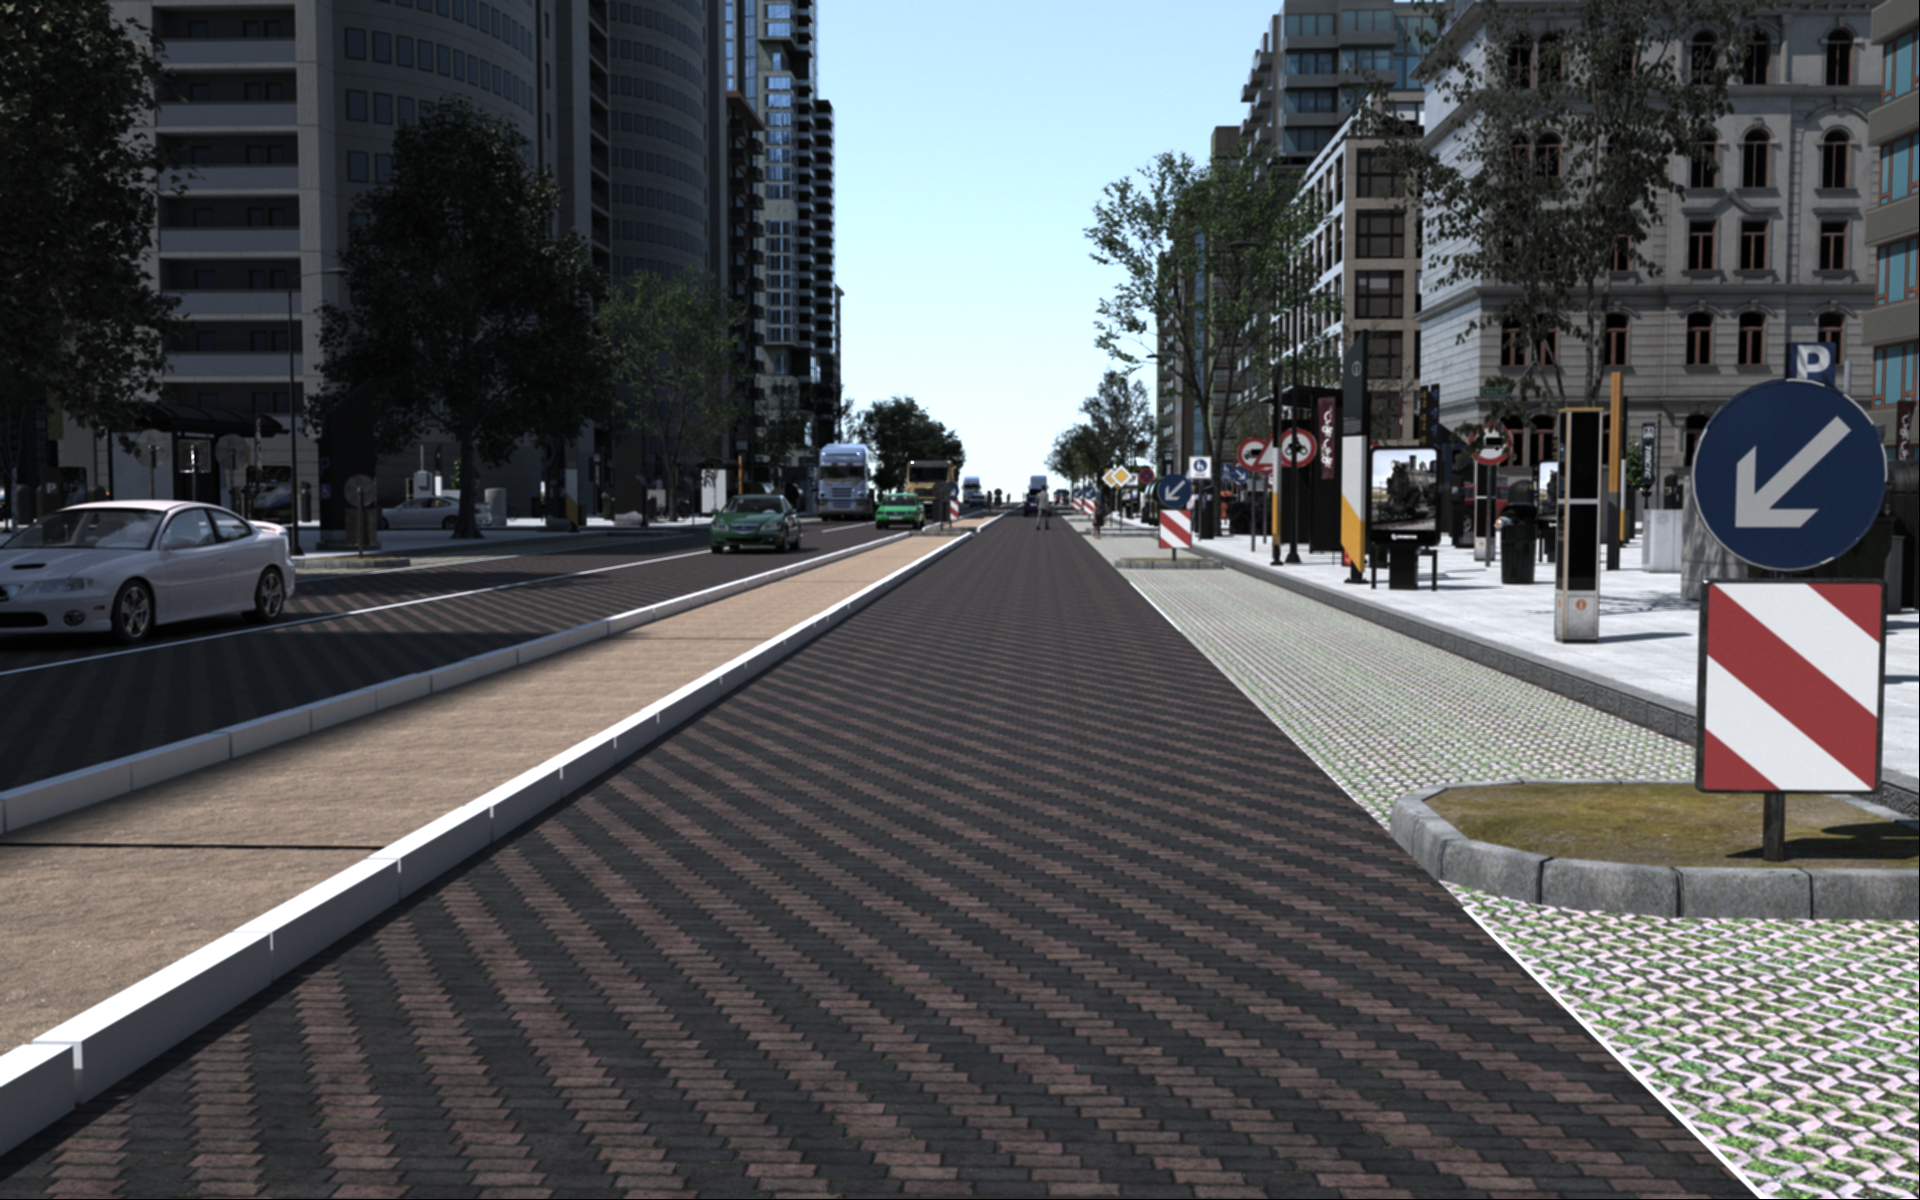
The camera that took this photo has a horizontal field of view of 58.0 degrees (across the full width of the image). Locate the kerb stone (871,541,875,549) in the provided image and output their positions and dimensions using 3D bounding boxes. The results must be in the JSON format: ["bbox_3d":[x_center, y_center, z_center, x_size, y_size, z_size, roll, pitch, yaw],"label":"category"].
[{"bbox_3d":[-2.366,-1.368,44.614,0.120,0.150,1.000,0,4,3],"label":"kerb stone"}]

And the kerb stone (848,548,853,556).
[{"bbox_3d":[-2.610,-1.058,39.500,0.120,0.150,1.000,0,4,3],"label":"kerb stone"}]

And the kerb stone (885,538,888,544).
[{"bbox_3d":[-2.188,-1.622,48.713,0.120,0.150,1.000,0,4,3],"label":"kerb stone"}]

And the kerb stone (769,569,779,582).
[{"bbox_3d":[-3.121,-0.370,28.250,0.120,0.150,1.000,0,4,3],"label":"kerb stone"}]

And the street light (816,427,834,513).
[{"bbox_3d":[-9.404,-9.022,120.043,1.470,5.913,1.316,0,4,3],"label":"street light"}]

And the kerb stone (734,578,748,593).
[{"bbox_3d":[-3.262,-0.182,25.170,0.120,0.150,1.000,0,4,3],"label":"kerb stone"}]

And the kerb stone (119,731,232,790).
[{"bbox_3d":[-4.012,0.822,8.815,0.120,0.150,1.000,0,4,3],"label":"kerb stone"}]

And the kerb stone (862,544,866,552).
[{"bbox_3d":[-2.471,-1.246,42.572,0.120,0.150,1.000,0,4,3],"label":"kerb stone"}]

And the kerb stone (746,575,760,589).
[{"bbox_3d":[-3.210,-0.244,26.198,0.120,0.150,1.000,0,4,3],"label":"kerb stone"}]

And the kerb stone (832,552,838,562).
[{"bbox_3d":[-2.744,-0.871,36.436,0.120,0.150,1.000,0,4,3],"label":"kerb stone"}]

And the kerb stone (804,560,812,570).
[{"bbox_3d":[-2.931,-0.620,32.348,0.120,0.150,1.000,0,4,3],"label":"kerb stone"}]

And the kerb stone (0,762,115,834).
[{"bbox_3d":[-4.052,0.881,7.793,0.120,0.150,1.000,0,4,3],"label":"kerb stone"}]

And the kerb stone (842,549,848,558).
[{"bbox_3d":[-2.650,-0.996,38.479,0.120,0.150,1.000,0,4,3],"label":"kerb stone"}]

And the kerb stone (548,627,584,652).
[{"bbox_3d":[-3.681,0.386,15.970,0.120,0.150,1.000,0,4,3],"label":"kerb stone"}]

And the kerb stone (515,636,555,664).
[{"bbox_3d":[-3.719,0.449,14.948,0.120,0.150,1.000,0,4,3],"label":"kerb stone"}]

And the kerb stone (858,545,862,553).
[{"bbox_3d":[-2.521,-1.184,41.549,0.120,0.150,1.000,0,4,3],"label":"kerb stone"}]

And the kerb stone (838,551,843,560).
[{"bbox_3d":[-2.701,-0.933,37.458,0.120,0.150,1.000,0,4,3],"label":"kerb stone"}]

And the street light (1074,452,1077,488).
[{"bbox_3d":[11.844,-11.795,165.389,1.470,5.913,1.316,0,4,3],"label":"street light"}]

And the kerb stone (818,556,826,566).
[{"bbox_3d":[-2.838,-0.746,34.390,0.120,0.150,1.000,0,4,3],"label":"kerb stone"}]

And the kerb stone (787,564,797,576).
[{"bbox_3d":[-3.020,-0.496,30.304,0.120,0.150,1.000,0,4,3],"label":"kerb stone"}]

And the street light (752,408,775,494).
[{"bbox_3d":[-10.634,-7.389,93.354,1.470,5.913,1.316,0,4,3],"label":"street light"}]

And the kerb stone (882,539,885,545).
[{"bbox_3d":[-2.234,-1.559,47.692,0.120,0.150,1.000,0,4,3],"label":"kerb stone"}]

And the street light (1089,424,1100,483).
[{"bbox_3d":[9.454,-8.717,115.061,1.470,5.913,1.316,0,4,3],"label":"street light"}]

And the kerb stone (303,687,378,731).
[{"bbox_3d":[-3.914,0.694,10.859,0.120,0.150,1.000,0,4,3],"label":"kerb stone"}]

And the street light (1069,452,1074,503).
[{"bbox_3d":[13.030,-13.372,191.177,1.470,5.913,1.316,0,4,3],"label":"street light"}]

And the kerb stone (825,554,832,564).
[{"bbox_3d":[-2.795,-0.807,35.412,0.120,0.150,1.000,0,4,3],"label":"kerb stone"}]

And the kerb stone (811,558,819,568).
[{"bbox_3d":[-2.889,-0.683,33.369,0.120,0.150,1.000,0,4,3],"label":"kerb stone"}]

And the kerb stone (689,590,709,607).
[{"bbox_3d":[-3.396,0.006,22.101,0.120,0.150,1.000,0,4,3],"label":"kerb stone"}]

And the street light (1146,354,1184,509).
[{"bbox_3d":[6.880,-5.211,57.737,1.470,5.913,1.316,0,4,3],"label":"street light"}]

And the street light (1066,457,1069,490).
[{"bbox_3d":[14.114,-14.993,217.668,1.470,5.913,1.316,0,4,3],"label":"street light"}]

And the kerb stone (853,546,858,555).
[{"bbox_3d":[-2.560,-1.118,40.527,0.120,0.150,1.000,0,4,3],"label":"kerb stone"}]

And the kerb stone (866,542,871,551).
[{"bbox_3d":[-2.419,-1.309,43.593,0.120,0.150,1.000,0,4,3],"label":"kerb stone"}]

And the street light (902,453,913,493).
[{"bbox_3d":[-5.954,-13.642,195.581,1.470,5.913,1.316,0,4,3],"label":"street light"}]

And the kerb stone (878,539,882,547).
[{"bbox_3d":[-2.281,-1.497,46.667,0.120,0.150,1.000,0,4,3],"label":"kerb stone"}]

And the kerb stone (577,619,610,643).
[{"bbox_3d":[-3.641,0.318,16.991,0.120,0.150,1.000,0,4,3],"label":"kerb stone"}]

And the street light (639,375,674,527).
[{"bbox_3d":[-11.827,-5.812,67.566,1.470,5.913,1.316,0,4,3],"label":"street light"}]

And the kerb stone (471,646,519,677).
[{"bbox_3d":[-3.774,0.508,13.927,0.120,0.150,1.000,0,4,3],"label":"kerb stone"}]

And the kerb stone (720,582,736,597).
[{"bbox_3d":[-3.307,-0.119,24.146,0.120,0.150,1.000,0,4,3],"label":"kerb stone"}]

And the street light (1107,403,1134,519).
[{"bbox_3d":[8.235,-7.104,88.691,1.470,5.913,1.316,0,4,3],"label":"street light"}]

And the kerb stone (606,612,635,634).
[{"bbox_3d":[-3.584,0.256,18.013,0.120,0.150,1.000,0,4,3],"label":"kerb stone"}]

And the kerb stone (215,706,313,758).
[{"bbox_3d":[-3.960,0.756,9.838,0.120,0.150,1.000,0,4,3],"label":"kerb stone"}]

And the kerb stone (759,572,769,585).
[{"bbox_3d":[-3.173,-0.305,27.220,0.120,0.150,1.000,0,4,3],"label":"kerb stone"}]

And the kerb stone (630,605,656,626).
[{"bbox_3d":[-3.542,0.193,19.036,0.120,0.150,1.000,0,4,3],"label":"kerb stone"}]

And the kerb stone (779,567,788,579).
[{"bbox_3d":[-3.079,-0.430,29.271,0.120,0.150,1.000,0,4,3],"label":"kerb stone"}]

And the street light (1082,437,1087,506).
[{"bbox_3d":[10.624,-10.294,140.849,1.470,5.913,1.316,0,4,3],"label":"street light"}]

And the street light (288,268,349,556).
[{"bbox_3d":[-13.276,-3.871,35.828,1.470,5.913,1.316,0,4,3],"label":"street light"}]

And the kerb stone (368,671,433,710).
[{"bbox_3d":[-3.870,0.631,11.883,0.120,0.150,1.000,0,4,3],"label":"kerb stone"}]

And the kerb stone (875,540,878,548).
[{"bbox_3d":[-2.324,-1.434,45.635,0.120,0.150,1.000,0,4,3],"label":"kerb stone"}]

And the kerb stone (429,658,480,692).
[{"bbox_3d":[-3.815,0.577,12.906,0.120,0.150,1.000,0,4,3],"label":"kerb stone"}]

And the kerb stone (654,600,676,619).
[{"bbox_3d":[-3.488,0.131,20.059,0.120,0.150,1.000,0,4,3],"label":"kerb stone"}]

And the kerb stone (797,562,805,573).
[{"bbox_3d":[-2.981,-0.558,31.325,0.120,0.150,1.000,0,4,3],"label":"kerb stone"}]

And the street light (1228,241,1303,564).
[{"bbox_3d":[5.630,-3.634,31.952,1.470,5.913,1.316,0,4,3],"label":"street light"}]

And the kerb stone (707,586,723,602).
[{"bbox_3d":[-3.346,-0.057,23.122,0.120,0.150,1.000,0,4,3],"label":"kerb stone"}]

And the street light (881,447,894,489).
[{"bbox_3d":[-7.145,-12.058,169.692,1.470,5.913,1.316,0,4,3],"label":"street light"}]

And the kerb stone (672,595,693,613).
[{"bbox_3d":[-3.443,0.068,21.080,0.120,0.150,1.000,0,4,3],"label":"kerb stone"}]
